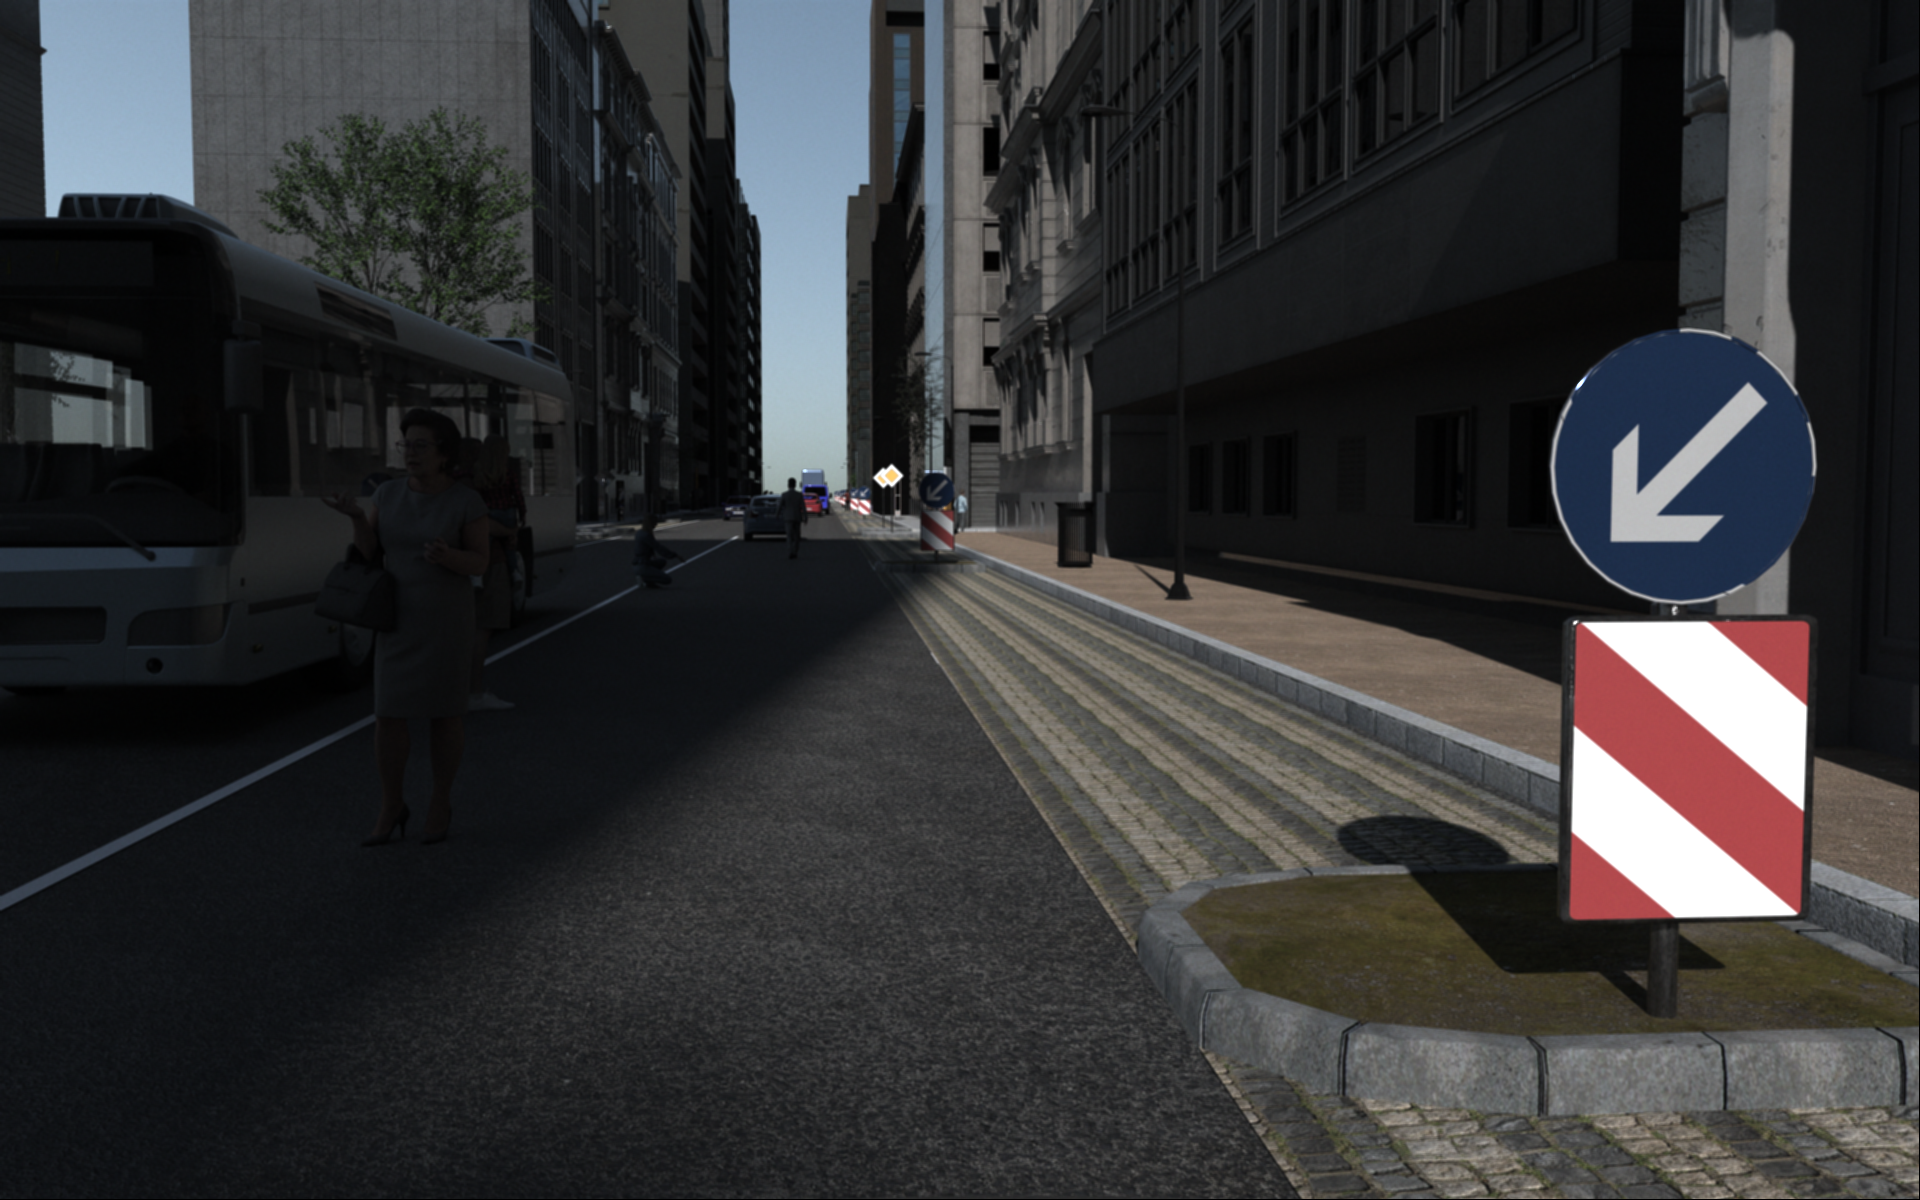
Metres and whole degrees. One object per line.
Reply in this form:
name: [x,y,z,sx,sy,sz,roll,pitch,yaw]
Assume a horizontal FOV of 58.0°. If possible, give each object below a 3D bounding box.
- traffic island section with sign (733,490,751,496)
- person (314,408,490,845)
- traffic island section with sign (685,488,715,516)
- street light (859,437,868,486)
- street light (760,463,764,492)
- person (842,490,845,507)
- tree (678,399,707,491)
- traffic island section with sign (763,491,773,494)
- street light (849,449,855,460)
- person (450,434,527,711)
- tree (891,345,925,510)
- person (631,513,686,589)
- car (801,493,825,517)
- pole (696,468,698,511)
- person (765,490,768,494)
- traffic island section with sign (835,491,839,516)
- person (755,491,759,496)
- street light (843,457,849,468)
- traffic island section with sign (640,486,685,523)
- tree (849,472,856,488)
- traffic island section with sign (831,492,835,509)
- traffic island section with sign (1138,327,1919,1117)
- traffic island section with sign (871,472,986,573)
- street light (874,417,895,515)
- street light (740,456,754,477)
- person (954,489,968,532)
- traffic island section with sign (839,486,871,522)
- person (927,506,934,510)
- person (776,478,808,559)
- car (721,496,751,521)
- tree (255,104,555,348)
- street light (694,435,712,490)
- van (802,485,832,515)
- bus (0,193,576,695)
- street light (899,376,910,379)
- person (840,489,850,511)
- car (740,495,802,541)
traffic island section with sign: [-21.088,-9.494,163.858,1.989,1.847,2.006,0,4,-5]
person: [-2.298,0.110,7.063,0.716,1.782,0.532,0,4,3]
traffic island section with sign: [-17.157,-6.453,114.132,1.989,1.847,2.006,0,4,-5]
street light: [-7.724,-10.509,144.364,1.470,5.913,1.316,0,4,-5]
street light: [-30.027,-17.541,259.329,1.470,5.913,1.316,0,4,-5]
person: [-11.730,-10.086,173.371,0.705,1.831,1.348,-1,4,-17]
tree: [-21.563,-11.086,131.623,4.360,8.622,3.978,0,3,0]
traffic island section with sign: [-29.696,-16.170,273.009,1.989,1.847,2.006,0,4,-5]
street light: [-10.499,-12.703,180.240,1.470,5.913,1.316,0,4,-5]
person: [-3.176,-0.189,11.569,0.580,1.828,0.573,1,4,17]
tree: [-1.419,-7.992,81.035,4.360,8.622,3.978,0,3,0]
person: [-4.654,-0.757,26.377,0.738,1.151,1.012,-1,4,-23]
car: [-9.532,-6.084,108.510,2.155,1.783,4.494,0,4,-4]
pole: [-20.373,-8.584,134.198,0.158,3.312,0.155,0,3,0]
person: [-15.703,-8.098,141.608,0.721,1.736,1.217,-1,4,-9]
traffic island section with sign: [-7.104,-6.493,114.783,1.989,1.847,2.006,0,4,-5]
person: [-22.579,-11.276,193.538,1.217,1.739,0.721,-3,4,-38]
street light: [-14.272,-15.564,227.011,1.470,5.913,1.316,0,4,-5]
traffic island section with sign: [-15.012,-4.793,87.000,1.989,1.847,2.006,0,4,-5]
tree: [-12.756,-14.656,223.339,4.285,4.588,4.351,0,3,0]
traffic island section with sign: [-11.062,-9.560,164.929,1.989,1.847,2.006,0,4,-5]
traffic island section with sign: [1.571,0.226,4.926,1.989,1.847,2.006,0,4,-5]
traffic island section with sign: [-0.586,-1.446,32.271,1.989,1.847,2.006,0,4,-5]
street light: [-4.454,-8.034,103.905,1.470,5.913,1.316,0,4,-5]
street light: [-27.207,-15.346,223.444,1.470,5.913,1.316,0,4,-5]
person: [0.061,-3.061,60.350,0.330,1.601,0.589,-3,5,-44]
traffic island section with sign: [-4.984,-4.849,87.911,1.989,1.847,2.006,0,4,-5]
person: [-0.841,-2.077,47.133,0.373,1.253,0.362,1,4,15]
person: [-3.730,-1.816,38.465,0.678,1.792,0.850,-1,4,-12]
car: [-12.010,-5.005,94.417,1.945,1.354,3.894,0,4,-5]
tree: [-14.978,-7.428,47.202,9.928,11.665,9.643,0,3,0]
street light: [-20.756,-10.266,140.384,1.470,5.913,1.316,0,4,-5]
van: [-10.056,-7.119,120.780,2.240,2.365,5.245,0,4,-4]
bus: [-5.745,-1.246,15.225,2.948,3.499,13.247,0,4,-3]
street light: [-1.681,-5.840,68.028,1.470,5.913,1.316,0,4,-5]
person: [-9.423,-8.348,144.920,1.348,1.831,0.705,-1,4,-14]
car: [-5.858,-2.571,54.043,2.014,1.417,4.499,0,4,-6]
